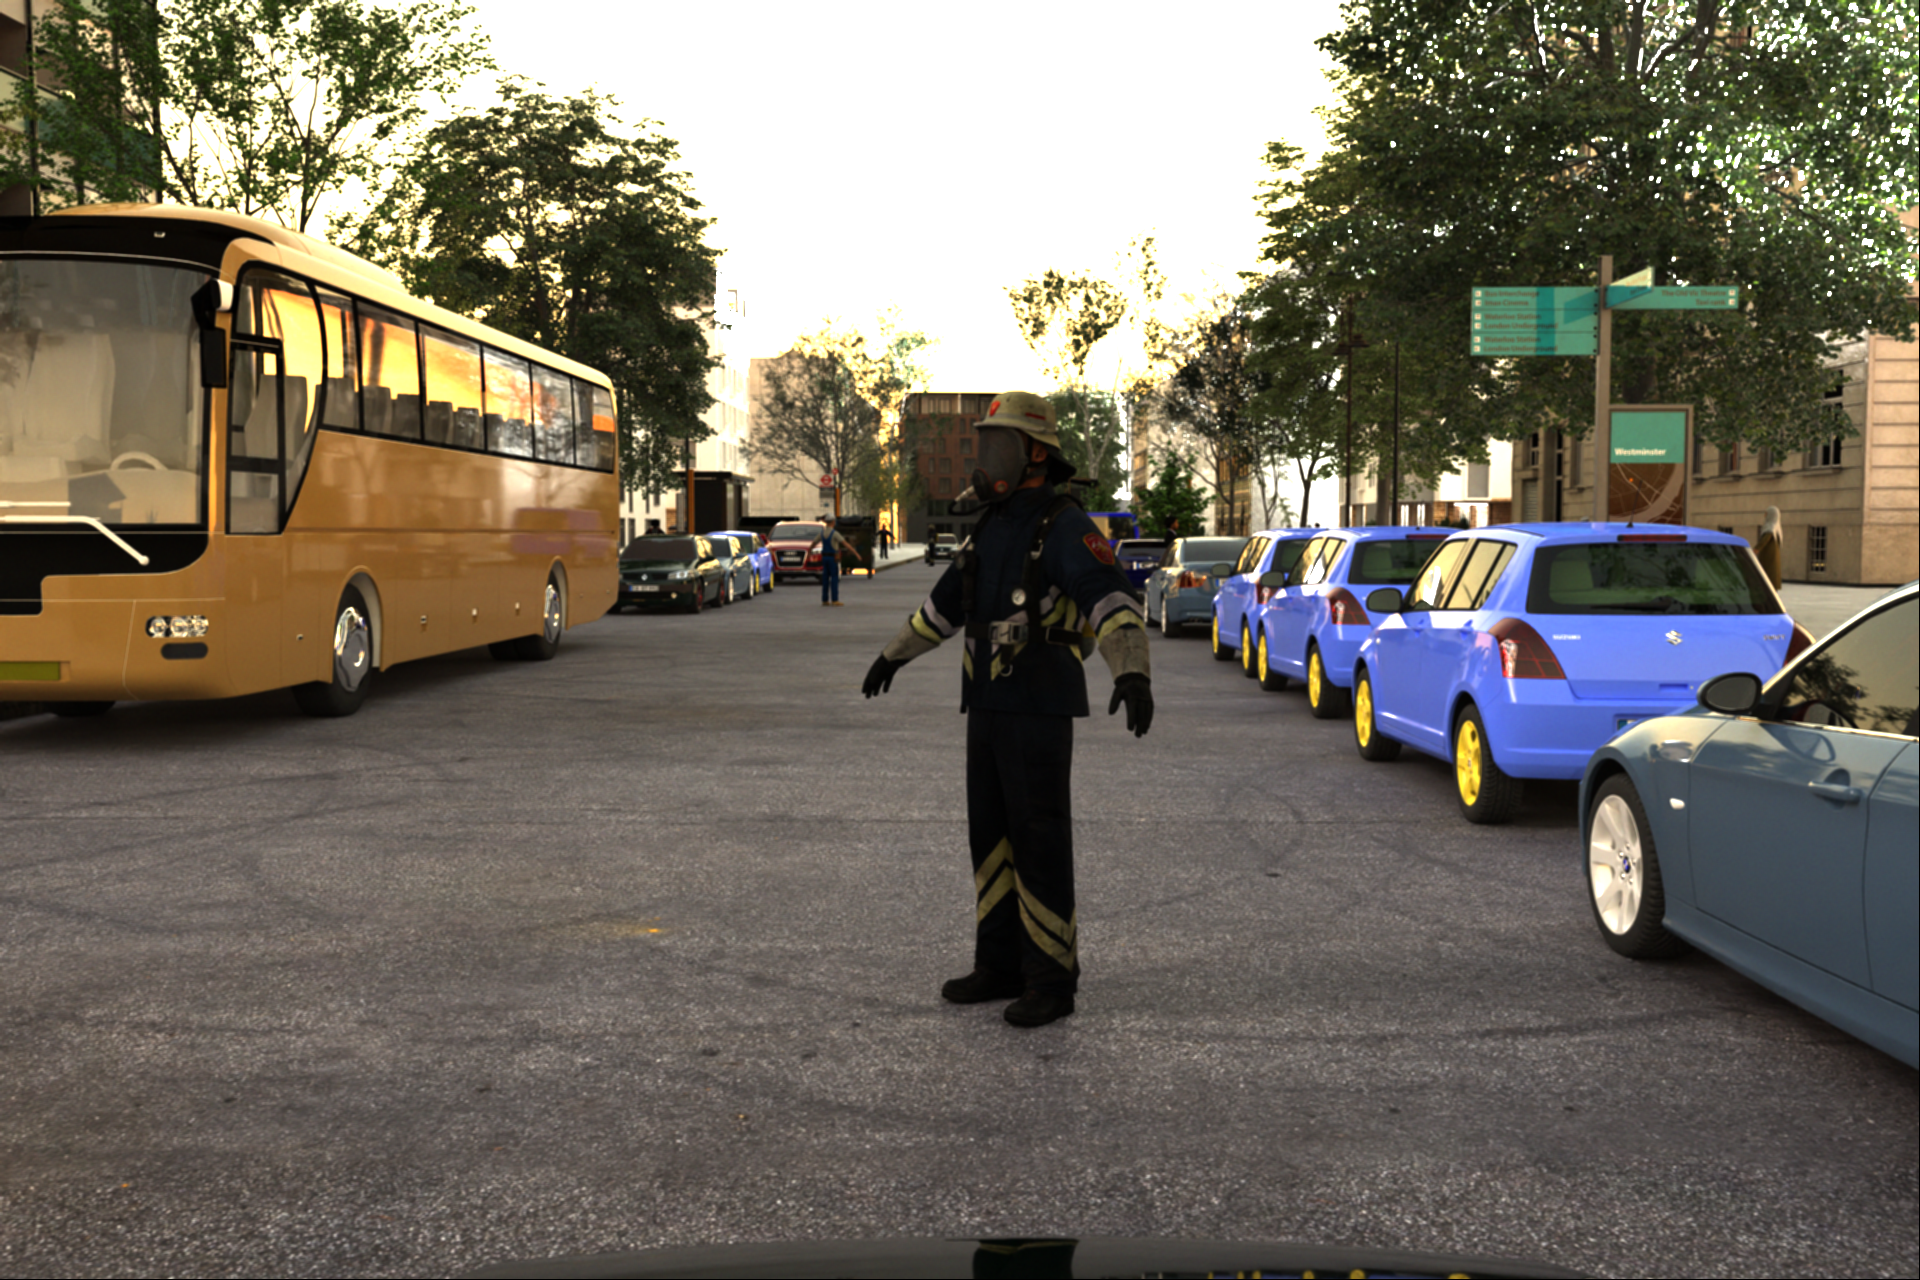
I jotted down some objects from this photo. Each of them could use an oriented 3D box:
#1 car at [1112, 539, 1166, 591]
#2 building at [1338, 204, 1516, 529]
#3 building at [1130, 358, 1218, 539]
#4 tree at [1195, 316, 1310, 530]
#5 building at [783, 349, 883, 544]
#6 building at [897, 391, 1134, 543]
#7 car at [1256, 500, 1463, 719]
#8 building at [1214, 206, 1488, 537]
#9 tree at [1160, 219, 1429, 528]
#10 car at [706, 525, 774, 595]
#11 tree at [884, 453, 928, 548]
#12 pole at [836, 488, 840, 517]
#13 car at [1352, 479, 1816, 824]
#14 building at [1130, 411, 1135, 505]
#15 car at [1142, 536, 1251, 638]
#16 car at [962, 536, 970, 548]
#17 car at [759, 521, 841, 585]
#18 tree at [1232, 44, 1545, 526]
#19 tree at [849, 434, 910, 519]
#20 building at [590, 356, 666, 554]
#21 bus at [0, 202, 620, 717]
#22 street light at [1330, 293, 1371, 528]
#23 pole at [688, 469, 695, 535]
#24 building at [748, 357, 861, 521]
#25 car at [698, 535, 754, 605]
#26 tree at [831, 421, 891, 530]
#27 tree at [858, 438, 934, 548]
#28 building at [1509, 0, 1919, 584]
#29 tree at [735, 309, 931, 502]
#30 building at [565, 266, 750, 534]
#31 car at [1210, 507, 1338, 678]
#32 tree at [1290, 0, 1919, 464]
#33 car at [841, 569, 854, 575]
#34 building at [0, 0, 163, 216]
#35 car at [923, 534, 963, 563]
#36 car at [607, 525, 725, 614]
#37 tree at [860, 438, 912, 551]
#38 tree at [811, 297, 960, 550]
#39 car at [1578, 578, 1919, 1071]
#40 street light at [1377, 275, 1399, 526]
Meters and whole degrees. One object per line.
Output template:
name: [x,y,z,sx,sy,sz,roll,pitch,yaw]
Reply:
car: [4.005,-1.561,38.101,1.945,1.354,3.894,0,4,1]
building: [27.272,-14.899,100.013,16.016,20.090,11.380,0,4,2]
building: [29.937,-22.472,198.338,19.493,23.208,18.063,0,4,1]
tree: [10.507,-6.585,58.033,4.360,8.622,3.978,0,3,0]
building: [-19.702,-23.442,214.198,19.493,23.208,18.063,0,4,1]
building: [7.598,-25.228,258.903,32.646,21.610,27.936,0,4,-5]
car: [3.585,-0.315,14.739,1.945,1.707,3.694,0,3,0]
building: [27.999,-17.615,118.929,19.493,23.208,18.063,0,4,1]
tree: [10.062,-7.118,50.798,8.767,10.594,7.601,0,4,7]
car: [-5.515,-1.955,41.559,1.945,1.707,3.694,0,4,2]
tree: [-5.550,-12.500,154.736,4.360,8.622,3.978,0,3,0]
pole: [-5.423,-5.085,76.988,0.158,3.312,0.155,0,3,0]
car: [3.366,-0.016,9.858,1.945,1.707,3.694,0,4,1]
building: [31.765,-22.044,226.871,16.747,18.905,31.486,0,4,2]
car: [3.696,-0.806,25.183,2.014,1.417,4.499,0,4,1]
car: [1.062,-4.988,93.911,2.083,1.381,4.827,0,4,1]
car: [-4.617,-2.542,50.243,2.281,1.827,5.304,0,4,1]
tree: [10.076,-7.492,40.625,7.486,12.596,7.792,0,3,0]
tree: [-6.236,-10.374,119.984,4.360,8.622,3.978,0,3,0]
building: [-20.572,-9.366,95.283,9.099,9.664,28.070,0,4,2]
bus: [-5.891,-1.547,16.835,2.896,3.916,12.252,0,4,1]
street light: [7.494,-3.706,33.389,0.468,5.910,1.993,0,4,1]
pole: [-8.430,-3.702,54.375,0.158,3.312,0.155,0,3,0]
building: [-20.382,-19.740,189.214,16.747,18.905,31.486,0,4,1]
car: [-5.467,-1.516,36.781,2.014,1.417,4.499,0,4,2]
tree: [-6.374,-9.947,112.996,4.360,8.622,3.978,0,3,0]
tree: [-6.060,-13.976,162.926,7.601,10.594,8.767,-1,4,-16]
building: [28.986,-13.606,54.487,16.112,23.069,30.059,0,4,1]
tree: [-6.752,-11.258,94.434,12.009,13.543,11.850,0,3,0]
building: [-21.965,-16.349,123.730,16.016,20.090,11.380,0,4,2]
car: [3.700,-0.547,18.536,1.945,1.707,3.694,0,4,1]
tree: [9.062,-7.106,22.832,9.857,13.997,8.962,0,3,0]
car: [-4.748,-3.151,61.747,2.015,1.641,3.980,0,4,1]
building: [-29.292,-12.973,18.681,21.656,26.213,47.522,0,4,2]
car: [-0.836,-4.664,86.049,2.009,1.686,4.222,0,4,1]
car: [-5.502,-1.384,32.412,2.009,1.686,4.222,0,4,1]
tree: [-5.893,-10.961,129.568,4.737,8.622,4.395,0,3,0]
tree: [-6.365,-17.468,141.485,12.611,20.169,13.585,0,3,0]
car: [3.084,0.466,4.389,2.014,1.417,4.499,0,3,0]
street light: [8.202,-3.538,30.393,1.470,5.913,1.316,0,4,1]
